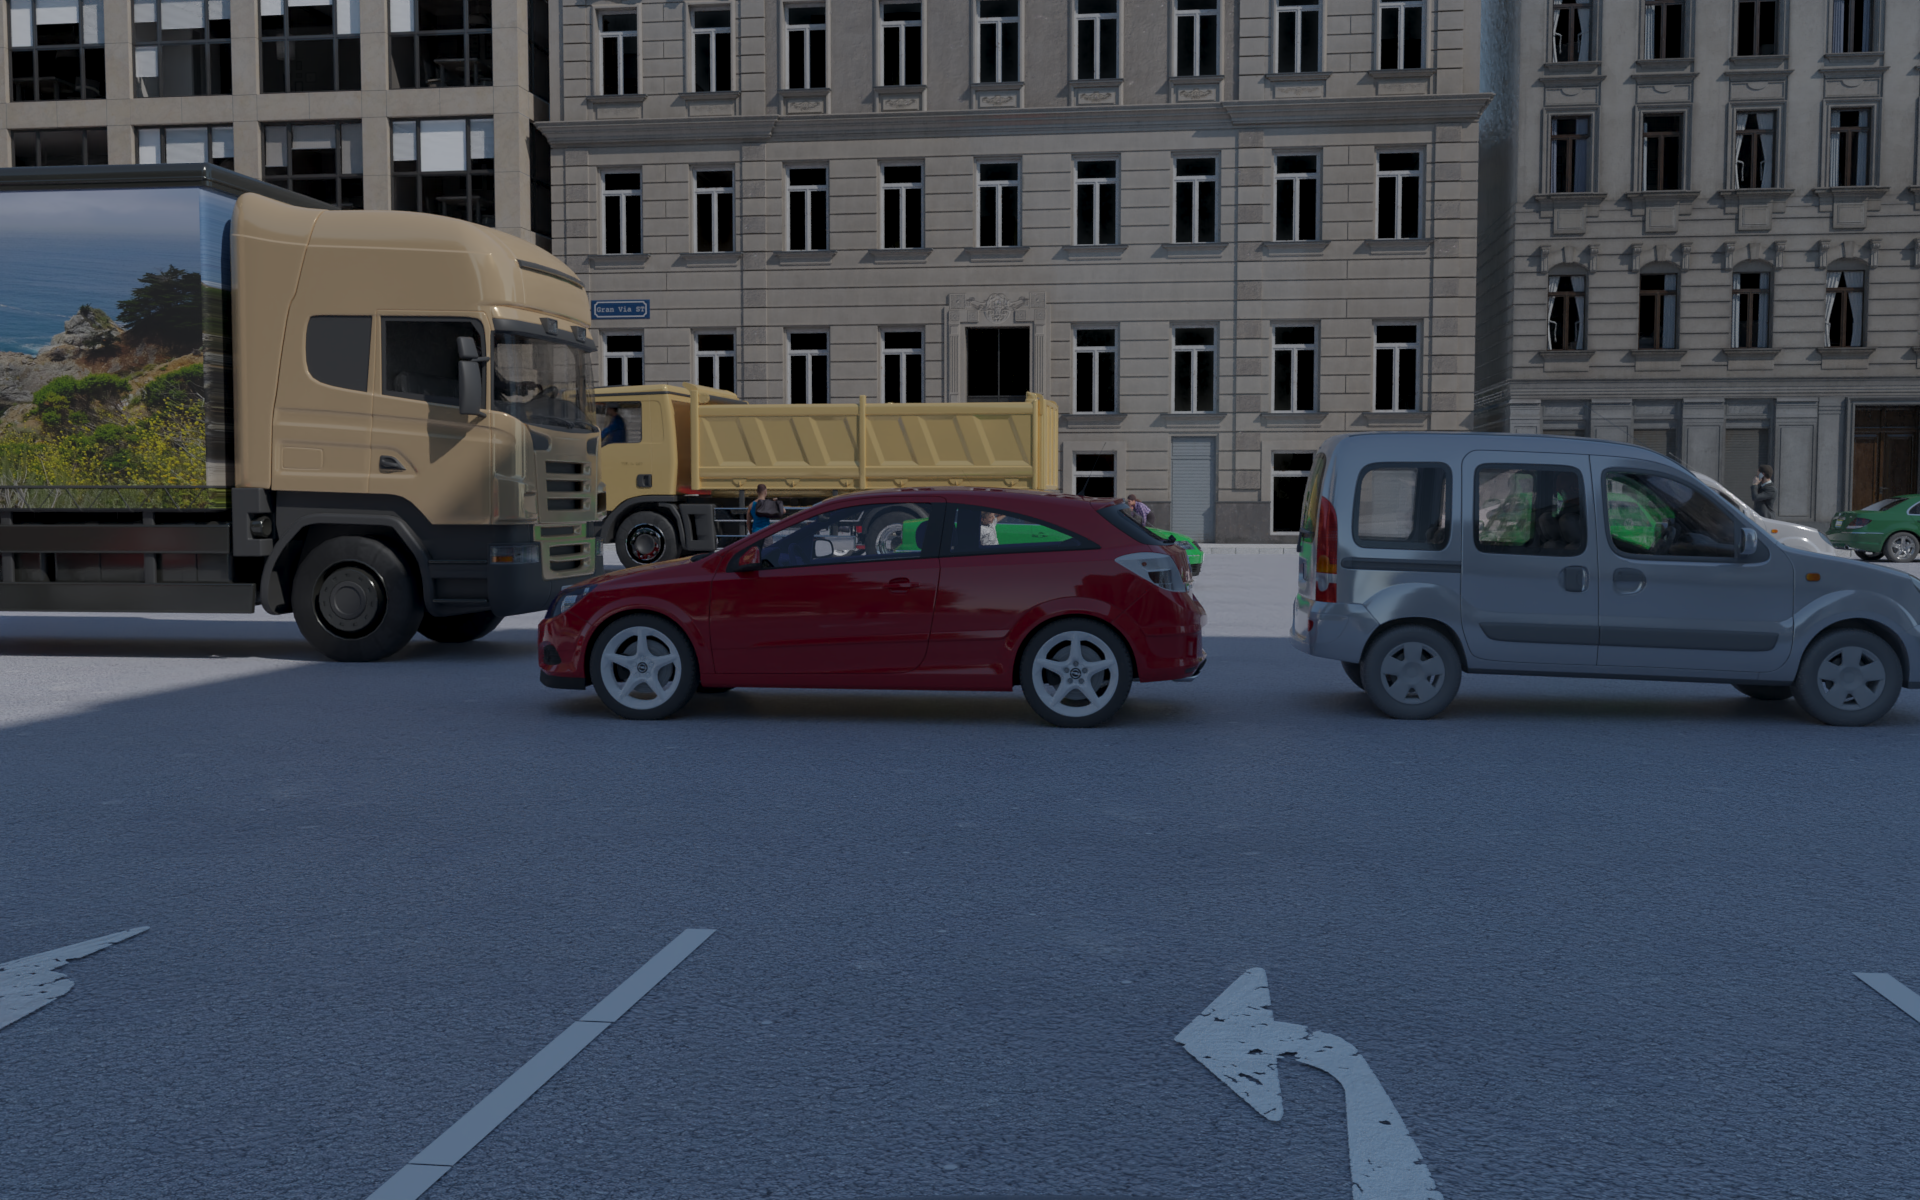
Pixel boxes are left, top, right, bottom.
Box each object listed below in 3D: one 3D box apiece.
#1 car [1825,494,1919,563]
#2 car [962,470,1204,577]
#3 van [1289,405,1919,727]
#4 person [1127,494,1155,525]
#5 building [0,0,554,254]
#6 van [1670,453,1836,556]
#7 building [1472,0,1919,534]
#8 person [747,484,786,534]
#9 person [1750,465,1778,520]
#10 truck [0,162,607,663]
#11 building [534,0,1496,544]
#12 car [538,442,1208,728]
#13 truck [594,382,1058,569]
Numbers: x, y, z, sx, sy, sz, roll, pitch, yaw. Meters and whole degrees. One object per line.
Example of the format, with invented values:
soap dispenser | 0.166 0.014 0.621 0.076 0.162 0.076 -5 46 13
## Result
car | 21.066 -1.524 36.709 4.920 1.459 2.131 0 4 7
car | 1.363 -1.083 26.506 4.718 1.807 1.959 0 4 8
van | 4.302 -0.278 11.551 4.112 2.044 2.013 0 4 7
person | 4.053 -1.657 38.831 0.697 1.427 0.421 -2 4 -30
building | -27.197 -15.475 57.527 34.151 26.468 19.350 0 4 8
van | 10.293 -1.088 24.799 4.112 2.044 2.013 0 4 6
building | 23.061 -12.030 45.843 18.267 20.994 9.793 0 4 8
person | -3.120 -1.078 27.996 0.647 1.594 0.662 0 4 1
person | 12.933 -1.232 28.009 0.474 1.900 0.648 0 4 4
truck | -8.414 -1.666 16.152 11.283 4.237 2.839 0 4 7
building | 1.740 -15.464 50.098 25.104 27.353 12.463 0 4 8
car | -0.611 -0.156 11.588 4.494 1.783 2.155 0 4 8
truck | -3.226 -2.151 31.094 9.791 3.379 3.469 1 4 9
